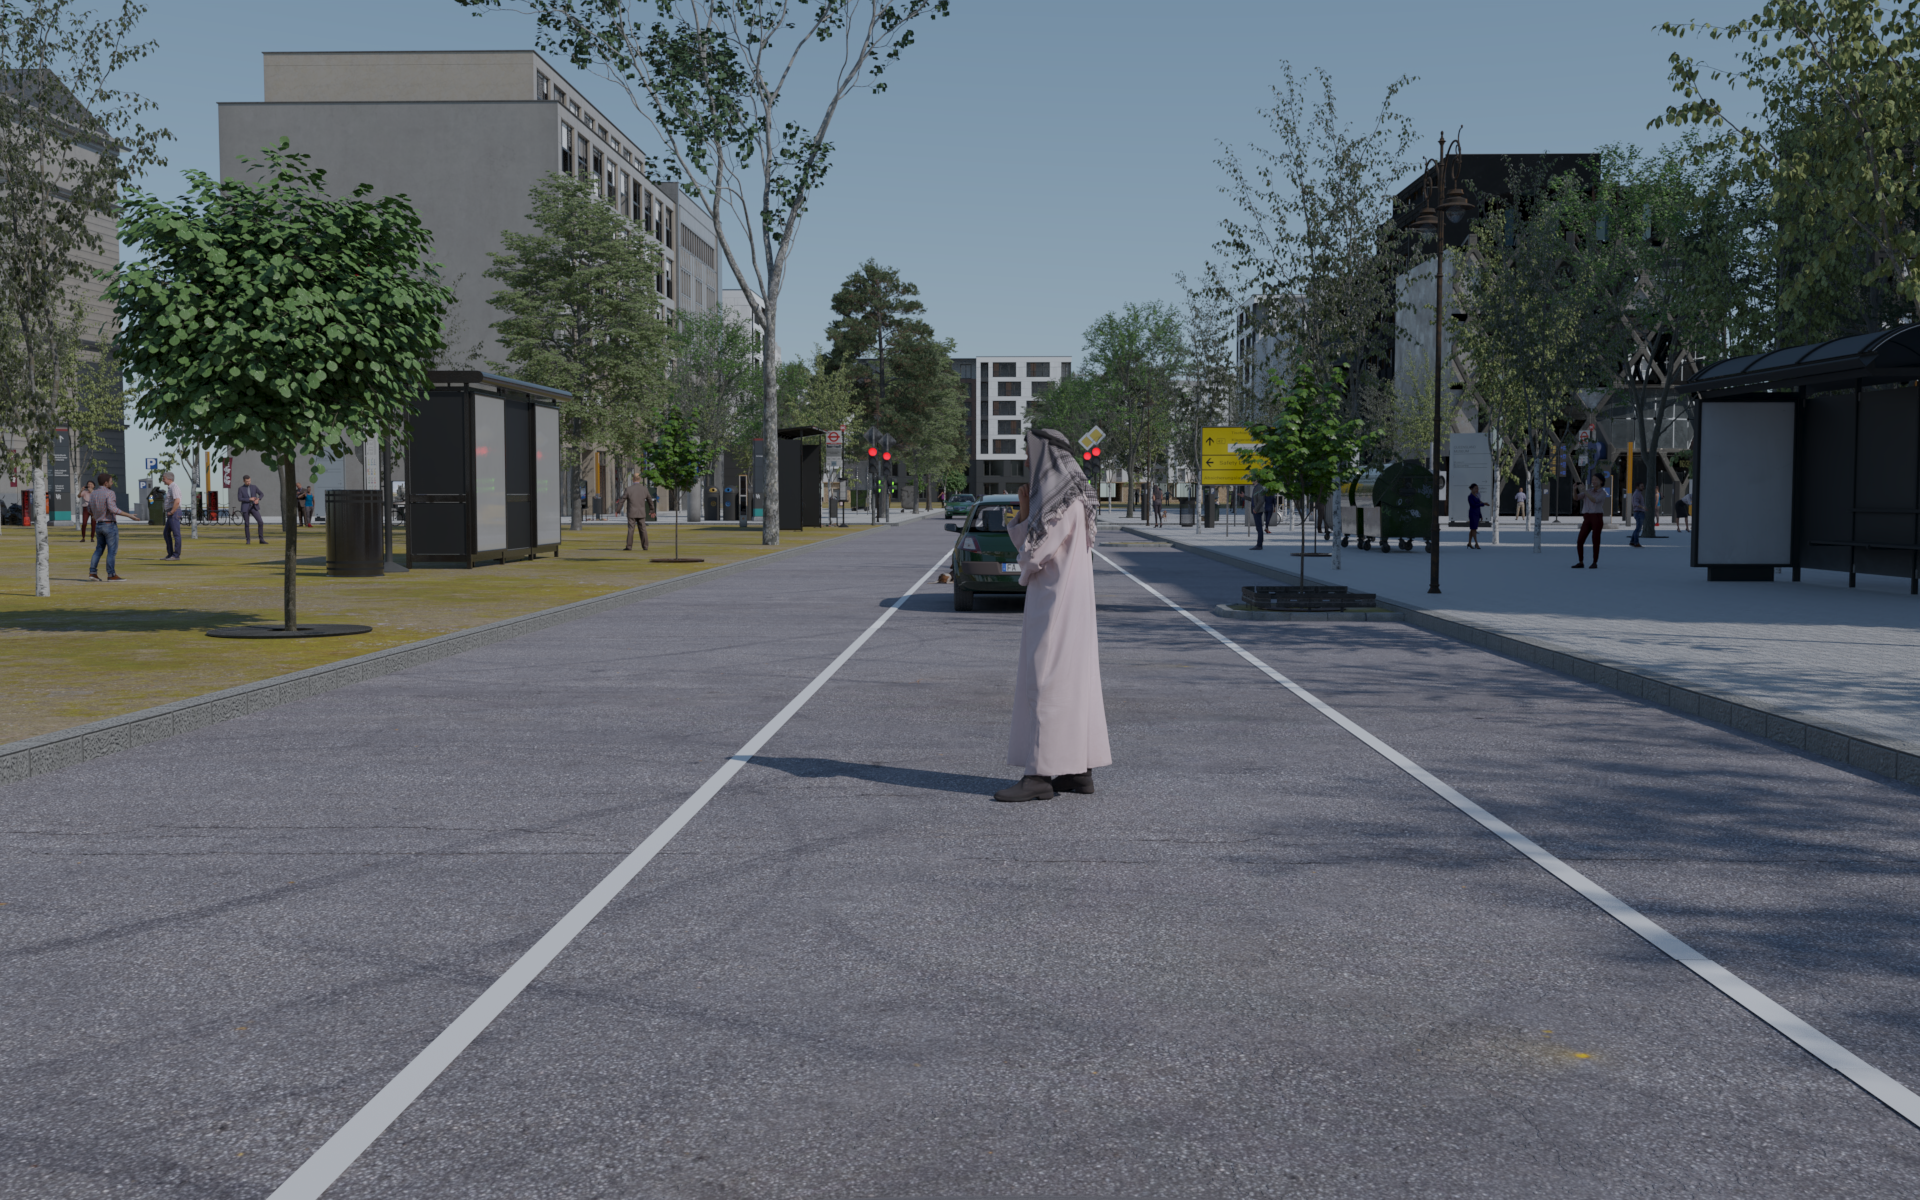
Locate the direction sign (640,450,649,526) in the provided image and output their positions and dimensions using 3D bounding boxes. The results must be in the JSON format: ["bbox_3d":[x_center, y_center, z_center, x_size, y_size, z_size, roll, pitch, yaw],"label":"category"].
[{"bbox_3d":[-12.769,-4.766,69.925,0.379,3.537,0.876,0,4,3],"label":"direction sign"}]

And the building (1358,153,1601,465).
[{"bbox_3d":[35.695,-17.827,121.142,12.332,23.373,15.834,0,4,2],"label":"building"}]

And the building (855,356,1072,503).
[{"bbox_3d":[0.624,-26.098,270.682,32.646,21.610,27.936,0,4,2],"label":"building"}]

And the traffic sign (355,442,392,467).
[{"bbox_3d":[-11.710,-2.109,34.581,0.768,2.556,0.104,0,4,4],"label":"traffic sign"}]

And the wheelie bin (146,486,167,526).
[{"bbox_3d":[-32.692,-3.834,70.586,0.693,1.594,0.980,0,4,-7],"label":"wheelie bin"}]

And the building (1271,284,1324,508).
[{"bbox_3d":[37.828,-18.535,159.464,16.016,20.091,11.380,0,4,2],"label":"building"}]

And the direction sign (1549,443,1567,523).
[{"bbox_3d":[26.693,-5.223,77.390,0.876,3.537,0.379,-1,4,-18],"label":"direction sign"}]

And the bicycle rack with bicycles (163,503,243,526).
[{"bbox_3d":[-30.831,-3.463,70.005,2.925,0.926,2.852,2,4,34],"label":"bicycle rack with bicycles"}]

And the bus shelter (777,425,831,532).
[{"bbox_3d":[-5.808,-4.340,62.239,1.731,3.624,6.357,0,4,2],"label":"bus shelter"}]

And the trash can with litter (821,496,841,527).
[{"bbox_3d":[-5.299,-3.509,68.437,1.678,1.210,2.233,2,4,29],"label":"trash can with litter"}]

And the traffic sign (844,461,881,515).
[{"bbox_3d":[-5.974,-6.846,105.813,2.265,3.308,0.079,0,4,4],"label":"traffic sign"}]

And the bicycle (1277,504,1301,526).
[{"bbox_3d":[13.180,-3.470,69.949,1.543,0.972,0.635,2,4,26],"label":"bicycle"}]

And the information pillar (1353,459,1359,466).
[{"bbox_3d":[18.506,-5.523,81.620,0.184,3.620,1.656,2,4,27],"label":"information pillar"}]

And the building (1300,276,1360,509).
[{"bbox_3d":[36.551,-16.862,143.144,16.820,18.784,16.811,0,4,2],"label":"building"}]

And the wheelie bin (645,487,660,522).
[{"bbox_3d":[-14.416,-4.435,80.428,0.980,1.594,0.693,0,4,-6],"label":"wheelie bin"}]

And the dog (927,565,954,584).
[{"bbox_3d":[-0.224,-0.470,27.875,0.748,0.427,0.550,-1,4,-12],"label":"dog"}]

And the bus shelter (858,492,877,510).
[{"bbox_3d":[-7.679,-9.484,146.344,1.731,3.624,6.357,0,4,2],"label":"bus shelter"}]

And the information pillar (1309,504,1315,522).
[{"bbox_3d":[16.542,-4.683,81.054,0.304,2.012,0.304,-3,5,-44],"label":"information pillar"}]

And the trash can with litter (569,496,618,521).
[{"bbox_3d":[-17.710,-4.417,83.267,2.233,1.210,1.678,1,4,22],"label":"trash can with litter"}]

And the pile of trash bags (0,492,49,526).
[{"bbox_3d":[-38.763,-3.733,70.795,1.912,1.369,3.447,2,4,35],"label":"pile of trash bags"}]

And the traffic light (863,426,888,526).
[{"bbox_3d":[-3.494,-4.952,70.209,0.839,4.213,0.868,0,4,2],"label":"traffic light"}]

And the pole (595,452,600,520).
[{"bbox_3d":[-17.756,-5.566,84.841,0.158,3.312,0.155,0,3,0],"label":"pole"}]

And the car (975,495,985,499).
[{"bbox_3d":[2.787,-12.669,219.711,1.945,1.354,3.894,0,4,4],"label":"car"}]

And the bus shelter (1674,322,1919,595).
[{"bbox_3d":[11.483,-1.770,22.867,2.014,3.302,5.546,0,4,2],"label":"bus shelter"}]

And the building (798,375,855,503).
[{"bbox_3d":[-21.581,-24.955,264.436,11.380,20.091,16.016,0,4,2],"label":"building"}]

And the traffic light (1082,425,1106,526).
[{"bbox_3d":[5.464,-4.937,69.966,0.839,4.213,0.868,0,4,2],"label":"traffic light"}]

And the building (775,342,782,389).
[{"bbox_3d":[-27.914,-20.594,193.135,16.016,20.091,11.380,0,4,2],"label":"building"}]

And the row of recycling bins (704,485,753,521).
[{"bbox_3d":[-10.635,-4.653,83.194,3.534,1.692,1.069,1,4,14],"label":"row of recycling bins"}]

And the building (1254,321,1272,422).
[{"bbox_3d":[37.327,-19.231,170.842,16.016,20.091,11.380,0,4,2],"label":"building"}]

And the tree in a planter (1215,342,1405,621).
[{"bbox_3d":[4.062,-1.421,20.459,1.991,3.239,1.994,0,4,2],"label":"tree in a planter"}]

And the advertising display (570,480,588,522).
[{"bbox_3d":[-17.743,-4.617,80.697,0.974,1.923,0.123,2,4,31],"label":"advertising display"}]

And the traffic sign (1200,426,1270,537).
[{"bbox_3d":[8.333,-3.543,51.797,2.265,3.308,0.079,0,4,6],"label":"traffic sign"}]

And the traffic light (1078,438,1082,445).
[{"bbox_3d":[5.696,-5.425,77.948,0.839,4.213,0.868,0,4,2],"label":"traffic light"}]

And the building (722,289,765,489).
[{"bbox_3d":[-34.792,-19.997,170.932,27.936,21.610,32.646,0,4,2],"label":"building"}]

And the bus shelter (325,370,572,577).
[{"bbox_3d":[-9.083,-3.254,30.838,2.179,5.291,8.768,0,4,2],"label":"bus shelter"}]

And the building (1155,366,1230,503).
[{"bbox_3d":[34.329,-24.851,262.733,11.380,20.091,16.016,0,4,2],"label":"building"}]

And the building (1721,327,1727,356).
[{"bbox_3d":[79.938,-21.060,200.747,11.380,20.091,16.016,0,4,2],"label":"building"}]

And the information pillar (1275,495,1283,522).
[{"bbox_3d":[14.726,-4.612,79.895,0.304,2.012,0.304,-1,4,-12],"label":"information pillar"}]

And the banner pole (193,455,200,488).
[{"bbox_3d":[-37.329,-5.788,84.653,0.401,3.779,0.863,0,4,3],"label":"banner pole"}]

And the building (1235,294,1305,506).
[{"bbox_3d":[44.388,-21.345,192.957,27.936,21.610,32.646,0,4,2],"label":"building"}]

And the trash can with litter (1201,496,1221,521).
[{"bbox_3d":[11.646,-4.258,80.998,1.055,1.170,0.624,1,4,19],"label":"trash can with litter"}]

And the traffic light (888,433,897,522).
[{"bbox_3d":[-3.262,-5.440,78.191,0.839,4.213,0.868,0,4,2],"label":"traffic light"}]

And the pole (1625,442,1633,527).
[{"bbox_3d":[26.322,-4.543,68.128,0.158,3.312,0.155,0,3,0],"label":"pole"}]

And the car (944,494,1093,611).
[{"bbox_3d":[0.787,-0.784,22.605,2.009,1.686,4.222,0,4,1],"label":"car"}]

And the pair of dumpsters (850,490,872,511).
[{"bbox_3d":[-7.495,-7.813,130.235,1.574,2.255,4.436,0,4,2],"label":"pair of dumpsters"}]

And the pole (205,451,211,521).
[{"bbox_3d":[-35.932,-5.440,82.782,0.158,3.312,0.155,0,3,0],"label":"pole"}]

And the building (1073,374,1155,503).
[{"bbox_3d":[22.770,-24.886,263.299,11.380,20.091,16.016,0,4,2],"label":"building"}]

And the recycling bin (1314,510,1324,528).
[{"bbox_3d":[13.859,-3.225,65.281,0.722,1.027,0.722,-2,4,-29],"label":"recycling bin"}]

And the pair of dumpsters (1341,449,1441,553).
[{"bbox_3d":[9.700,-2.261,39.463,1.574,2.255,4.436,0,4,2],"label":"pair of dumpsters"}]

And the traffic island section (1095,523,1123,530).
[{"bbox_3d":[5.504,-2.923,70.078,2.009,0.180,2.903,0,4,2],"label":"traffic island section"}]

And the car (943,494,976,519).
[{"bbox_3d":[0.128,-5.404,100.159,2.131,1.459,4.920,0,4,3],"label":"car"}]

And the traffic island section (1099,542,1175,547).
[{"bbox_3d":[4.849,-1.520,47.726,1.991,0.108,1.994,0,4,2],"label":"traffic island section"}]

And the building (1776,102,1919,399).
[{"bbox_3d":[58.198,-16.592,100.950,15.834,23.373,12.332,0,4,2],"label":"building"}]

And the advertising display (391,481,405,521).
[{"bbox_3d":[-26.830,-4.758,83.003,0.123,1.923,0.974,2,4,33],"label":"advertising display"}]

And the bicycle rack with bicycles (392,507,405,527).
[{"bbox_3d":[-21.338,-3.410,69.140,2.925,0.926,2.852,-1,4,-12],"label":"bicycle rack with bicycles"}]
